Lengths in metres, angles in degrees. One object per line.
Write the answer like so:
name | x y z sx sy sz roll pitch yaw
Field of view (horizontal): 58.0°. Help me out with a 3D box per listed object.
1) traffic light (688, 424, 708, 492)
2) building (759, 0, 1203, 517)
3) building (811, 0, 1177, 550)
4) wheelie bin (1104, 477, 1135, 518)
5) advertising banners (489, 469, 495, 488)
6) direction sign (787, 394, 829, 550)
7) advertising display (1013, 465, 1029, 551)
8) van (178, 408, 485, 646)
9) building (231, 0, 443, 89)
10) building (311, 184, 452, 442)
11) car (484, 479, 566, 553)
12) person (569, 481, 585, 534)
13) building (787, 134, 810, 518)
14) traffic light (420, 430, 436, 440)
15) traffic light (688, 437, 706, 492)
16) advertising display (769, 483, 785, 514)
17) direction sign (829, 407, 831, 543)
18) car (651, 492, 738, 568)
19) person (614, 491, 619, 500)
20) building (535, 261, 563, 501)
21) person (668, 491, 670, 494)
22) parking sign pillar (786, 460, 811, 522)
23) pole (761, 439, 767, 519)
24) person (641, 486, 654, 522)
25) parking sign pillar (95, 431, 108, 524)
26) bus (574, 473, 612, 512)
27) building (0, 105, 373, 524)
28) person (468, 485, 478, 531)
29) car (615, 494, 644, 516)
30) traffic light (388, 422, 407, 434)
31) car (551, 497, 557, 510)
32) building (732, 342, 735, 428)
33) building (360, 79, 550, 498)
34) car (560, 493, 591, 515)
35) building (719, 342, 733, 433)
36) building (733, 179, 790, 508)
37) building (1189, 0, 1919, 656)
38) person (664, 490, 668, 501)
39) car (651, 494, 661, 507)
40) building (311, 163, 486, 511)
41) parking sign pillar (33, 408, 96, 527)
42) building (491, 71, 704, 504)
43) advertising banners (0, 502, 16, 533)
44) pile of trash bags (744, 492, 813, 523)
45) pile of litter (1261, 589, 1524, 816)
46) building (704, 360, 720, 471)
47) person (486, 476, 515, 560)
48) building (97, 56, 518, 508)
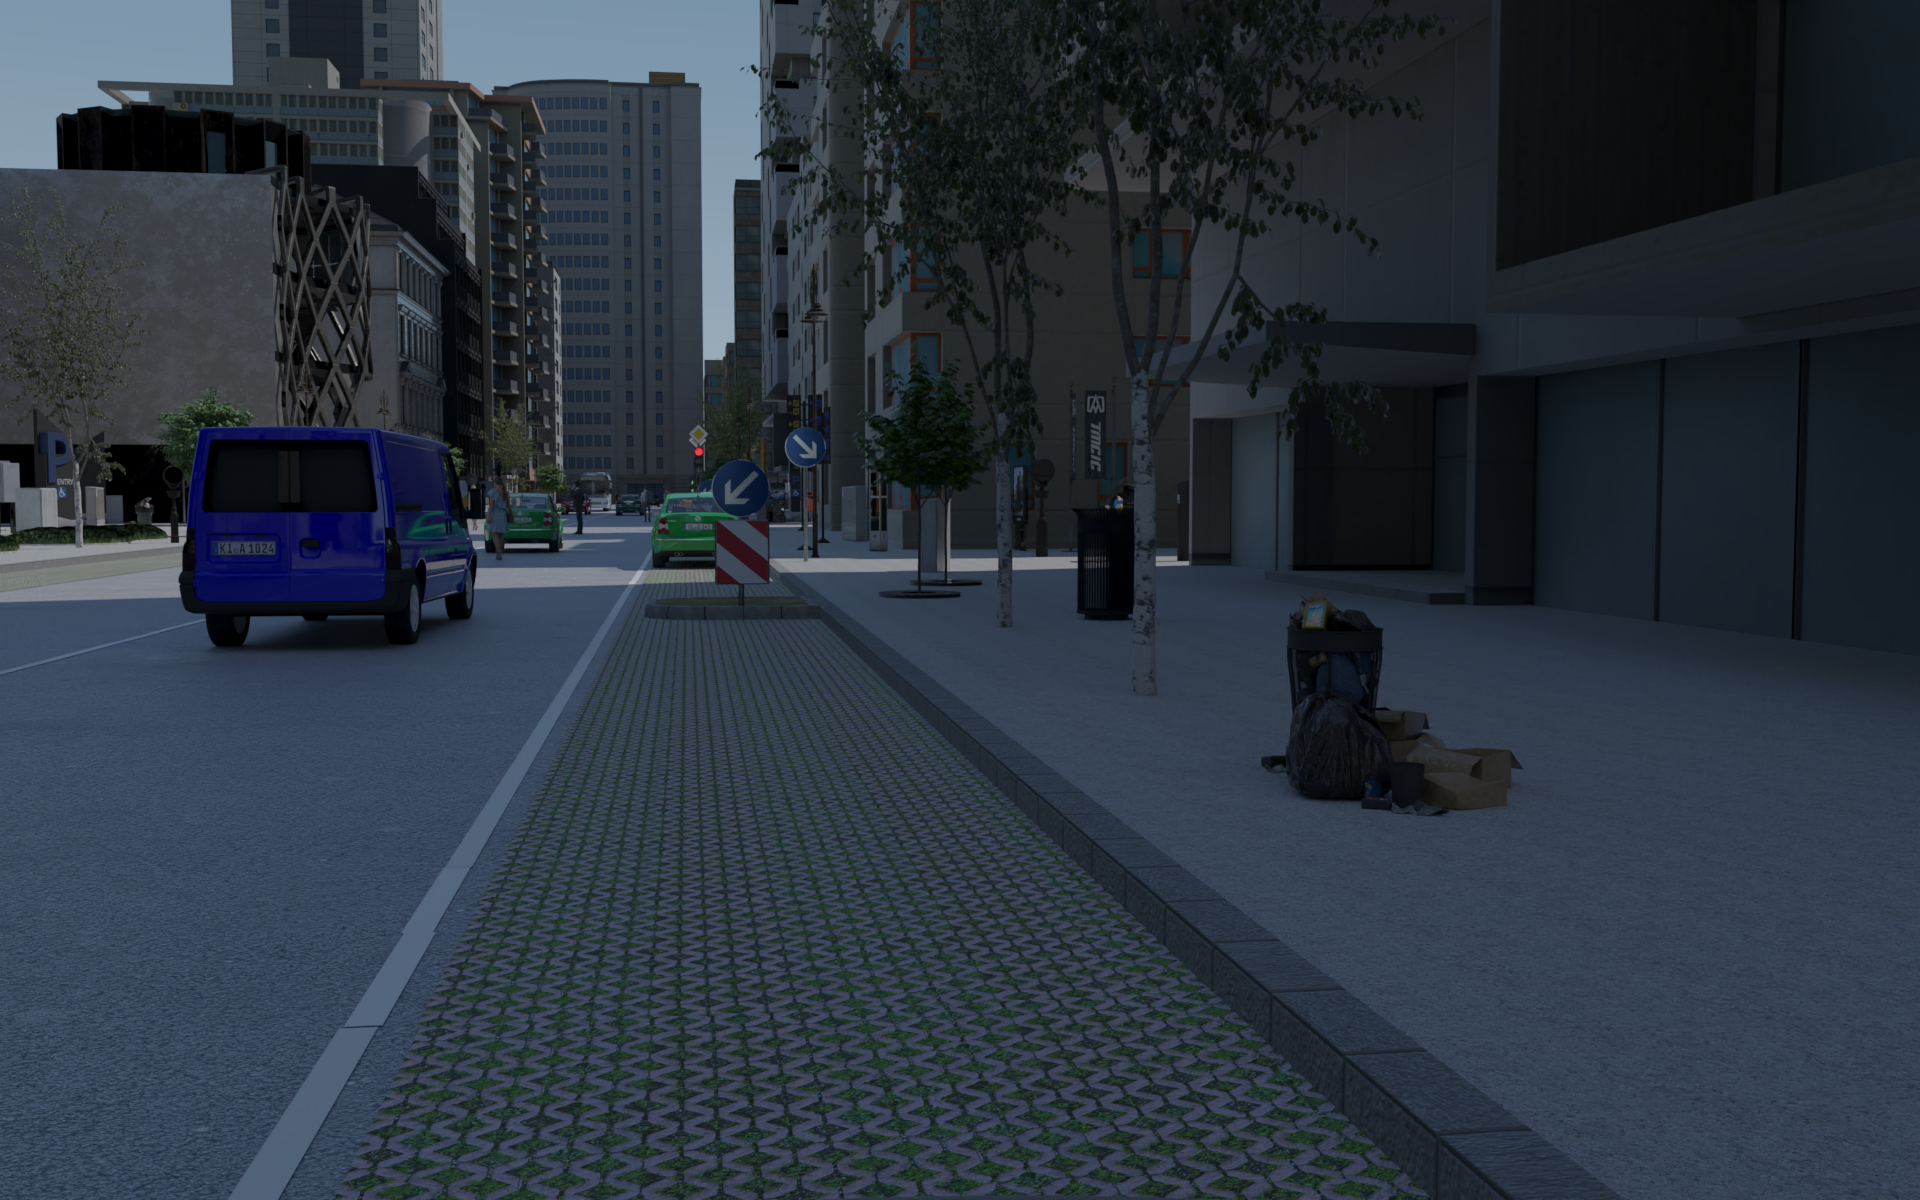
traffic light | -10.530 -4.944 69.760 0.839 4.253 0.868 -1 4 -9
building | -0.489 -32.828 125.973 28.713 52.752 27.495 -1 4 -9
building | 10.093 -12.884 55.685 27.650 21.520 28.899 -1 4 -9
wheelie bin | 3.142 -1.549 33.233 0.693 1.594 0.980 0 4 -2
advertising banners | -31.925 -7.545 119.548 0.090 3.025 2.074 0 4 2
direction sign | -3.541 -2.907 39.531 0.876 3.537 0.379 1 4 20
advertising display | 1.370 -2.077 39.176 0.123 1.923 0.974 -1 4 -12
van | -6.332 -0.835 18.042 2.240 2.365 5.245 0 4 -7
building | -73.271 -47.029 207.170 20.611 71.187 20.563 -1 4 -9
building | -38.226 -14.868 107.714 10.561 19.102 19.286 -1 4 -9
car | -11.004 -2.144 43.843 1.959 1.807 4.718 -1 4 -11
person | -13.615 -3.282 61.515 0.474 1.900 0.648 0 4 0
building | 5.667 -15.395 96.741 28.899 21.520 27.650 -1 4 -9
traffic light | -23.289 -5.315 75.826 0.839 4.253 0.868 -1 4 -9
traffic light | -11.772 -5.427 77.649 0.839 4.253 0.868 -1 4 -9
advertising display | -10.607 -5.818 100.336 0.974 1.923 0.123 0 4 3
direction sign | -3.588 -3.257 45.254 0.379 3.537 0.876 -2 4 -31
car | -5.277 -1.602 34.983 1.959 1.807 4.718 0 4 -8
person | -36.711 -10.754 185.144 0.721 1.723 1.217 -2 4 -33
building | -56.649 -27.080 214.453 14.107 30.474 14.160 -1 4 -9
person | -35.536 -12.452 212.537 0.568 1.767 0.683 2 4 23
parking sign pillar | -7.624 -5.607 80.142 1.447 3.967 1.447 0 4 -8
pole | -7.252 -4.291 63.998 0.158 3.312 0.155 0 3 0
person | -15.881 -4.858 88.033 0.679 1.850 0.850 -1 4 -18
parking sign pillar | -37.131 -5.215 73.736 1.447 3.967 1.447 -3 4 -38
bus | -30.396 -9.129 144.124 2.948 3.499 13.247 -1 4 -10
building | -37.535 -13.226 83.704 16.820 18.784 16.811 -1 4 -9
person | -19.057 -3.621 68.060 0.694 1.780 0.624 2 4 29
car | -22.039 -6.371 115.956 2.131 1.459 4.920 0 4 -7
traffic light | -22.047 -4.833 67.938 0.839 4.253 0.868 -1 4 -9
car | -24.874 -5.502 102.316 2.083 1.381 4.827 0 4 -8
building | -9.629 -20.789 184.939 27.650 21.520 28.899 -1 4 -9
building | -56.089 -32.489 185.811 22.147 44.769 28.867 -1 4 -9
car | -26.482 -6.757 119.516 2.155 1.783 4.494 0 4 -7
building | -15.119 -22.557 213.840 27.650 21.520 28.899 -1 4 -9
building | -14.118 -23.886 162.235 14.160 30.474 14.107 -1 4 -9
building | 16.963 -26.300 19.237 28.713 52.752 27.495 -1 4 -9
person | -24.987 -8.443 146.889 0.444 1.785 0.601 1 4 19
car | -33.153 -10.788 186.173 2.009 1.686 4.222 -1 4 -10
building | -41.603 -18.050 124.796 12.332 23.373 15.834 -1 4 -9
parking sign pillar | -28.605 -4.056 54.789 1.447 3.967 1.447 1 4 14
building | -50.452 -42.914 243.635 28.212 58.520 21.231 -1 4 -9
advertising banners | -31.370 -3.666 56.124 2.074 3.025 0.090 -1 4 -15
pile of trash bags | -8.242 -4.178 78.064 3.447 1.369 1.912 0 4 -4
pile of litter | 1.912 0.380 7.749 1.176 0.858 1.719 1 4 18
building | -22.529 -24.897 252.101 28.899 21.520 27.650 -1 4 -9
person | -9.918 -1.763 37.411 0.616 1.811 0.778 -2 4 -25
building | -57.785 -28.557 158.782 32.217 40.220 23.993 -1 4 -9
